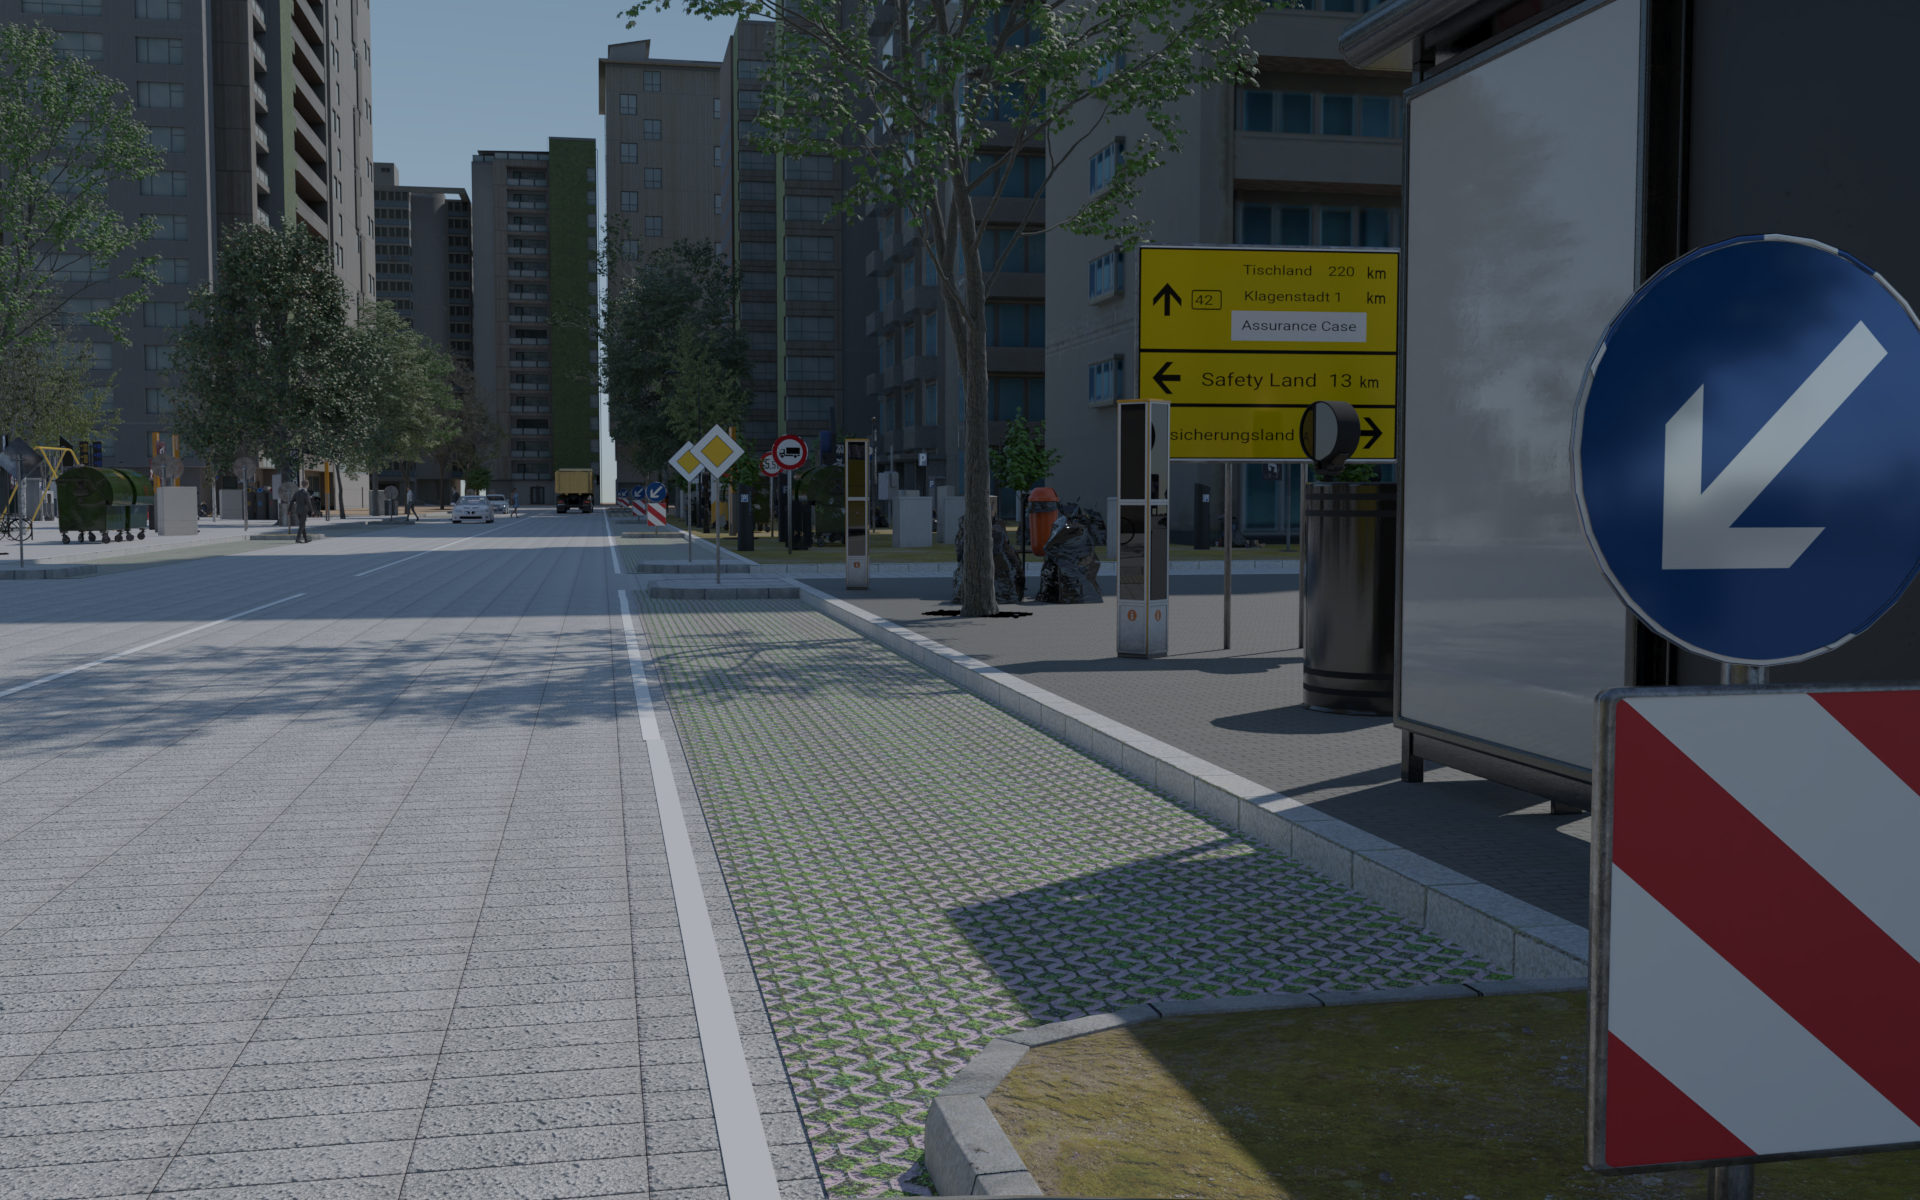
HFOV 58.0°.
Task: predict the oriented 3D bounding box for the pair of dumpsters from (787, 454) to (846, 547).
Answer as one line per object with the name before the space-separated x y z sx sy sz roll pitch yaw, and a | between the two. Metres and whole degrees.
pair of dumpsters | -3.367 -2.526 43.801 1.574 2.255 4.437 -1 4 -12

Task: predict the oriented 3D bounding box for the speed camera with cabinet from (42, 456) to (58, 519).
speed camera with cabinet | -47.277 -5.846 89.921 0.660 3.252 2.038 1 4 10

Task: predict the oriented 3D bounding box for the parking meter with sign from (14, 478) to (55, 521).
parking meter with sign | -44.107 -5.269 82.416 1.738 3.016 0.543 -1 4 -9

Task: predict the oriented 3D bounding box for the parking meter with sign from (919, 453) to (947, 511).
parking meter with sign | -0.933 -4.759 74.078 1.738 3.016 0.543 -3 5 -42

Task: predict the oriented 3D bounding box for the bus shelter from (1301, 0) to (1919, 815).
bus shelter | 3.046 -1.756 6.335 2.179 5.291 8.768 -1 4 -12

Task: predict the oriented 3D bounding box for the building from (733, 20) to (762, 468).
building | -13.166 -28.812 154.669 14.154 41.232 14.086 -1 4 -12

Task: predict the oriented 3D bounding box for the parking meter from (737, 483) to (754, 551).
parking meter | -4.827 -1.870 38.984 0.372 1.533 0.369 0 3 0

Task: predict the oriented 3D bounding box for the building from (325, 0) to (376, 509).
building | -66.268 -34.351 150.873 27.495 52.752 28.713 -1 4 -12

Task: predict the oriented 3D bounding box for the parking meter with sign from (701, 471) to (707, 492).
parking meter with sign | -15.282 -6.554 103.415 0.543 3.016 1.738 -1 4 -9

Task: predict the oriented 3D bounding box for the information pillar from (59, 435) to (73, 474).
information pillar | -35.216 -4.706 68.297 0.504 3.616 0.183 0 4 -3

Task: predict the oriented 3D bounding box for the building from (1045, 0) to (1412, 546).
building | 13.969 -26.305 53.787 21.600 48.544 21.300 -1 4 -12

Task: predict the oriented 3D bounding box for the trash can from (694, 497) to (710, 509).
trash can | -11.538 -4.027 77.489 0.748 1.137 0.748 0 3 0

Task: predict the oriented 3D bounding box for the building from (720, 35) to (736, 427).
building | -15.750 -31.701 168.425 14.600 45.320 14.200 -1 4 -12

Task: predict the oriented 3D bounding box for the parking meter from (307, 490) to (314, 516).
parking meter | -37.214 -5.556 99.244 0.372 1.533 0.369 0 3 0

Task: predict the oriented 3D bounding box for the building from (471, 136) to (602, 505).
building | -48.889 -31.624 200.642 14.086 41.232 14.154 -1 4 -12

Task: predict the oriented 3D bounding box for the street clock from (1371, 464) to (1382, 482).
street clock | 9.996 -2.281 41.860 0.358 2.002 0.471 0 4 -6

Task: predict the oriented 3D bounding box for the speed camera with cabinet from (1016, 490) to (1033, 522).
speed camera with cabinet | 3.622 -5.202 79.395 2.038 3.252 0.660 0 4 -6

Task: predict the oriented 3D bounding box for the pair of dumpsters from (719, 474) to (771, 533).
pair of dumpsters | -7.329 -3.481 59.415 1.574 2.255 4.437 -1 4 -12

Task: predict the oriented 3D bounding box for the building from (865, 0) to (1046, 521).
building | 6.957 -29.108 95.532 23.786 49.044 30.456 -1 4 -12

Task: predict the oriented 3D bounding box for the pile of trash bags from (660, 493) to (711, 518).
pile of trash bags | -15.435 -5.333 96.945 3.447 1.369 1.912 2 4 27

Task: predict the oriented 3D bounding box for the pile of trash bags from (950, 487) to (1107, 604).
pile of trash bags | 0.910 -0.734 21.747 1.912 1.369 3.447 0 4 7

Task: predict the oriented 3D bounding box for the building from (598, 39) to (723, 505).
building | -29.786 -38.055 211.444 27.495 52.752 28.713 -1 4 -12

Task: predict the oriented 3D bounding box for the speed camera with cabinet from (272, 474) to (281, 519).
speed camera with cabinet | -30.828 -5.174 78.925 0.660 3.252 2.038 -1 4 -9

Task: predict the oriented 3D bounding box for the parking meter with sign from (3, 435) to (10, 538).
parking meter with sign | -28.753 -3.321 50.559 1.738 3.016 0.543 -3 4 -36

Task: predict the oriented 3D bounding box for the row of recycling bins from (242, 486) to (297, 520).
row of recycling bins | -34.166 -4.818 85.889 3.534 1.692 1.069 2 4 25

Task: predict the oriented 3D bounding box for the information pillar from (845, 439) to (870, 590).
information pillar | -1.374 -1.147 23.242 0.304 2.012 0.304 0 4 1

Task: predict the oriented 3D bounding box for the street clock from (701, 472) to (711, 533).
street clock | -8.258 -3.169 56.378 0.358 2.002 0.471 0 4 -1

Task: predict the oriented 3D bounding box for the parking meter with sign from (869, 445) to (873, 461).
parking meter with sign | -3.719 -4.066 62.743 0.543 3.016 1.738 -2 4 -29

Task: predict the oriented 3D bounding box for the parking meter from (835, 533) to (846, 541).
parking meter | -3.256 -2.568 47.701 0.399 1.863 0.255 2 4 24

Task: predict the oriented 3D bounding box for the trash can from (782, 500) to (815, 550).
trash can | -3.694 -1.708 39.578 0.748 1.137 0.748 0 3 0

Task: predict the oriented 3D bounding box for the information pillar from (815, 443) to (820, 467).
information pillar | -6.026 -5.081 74.434 0.504 3.616 0.183 3 5 43

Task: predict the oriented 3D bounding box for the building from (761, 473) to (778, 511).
building | 0.340 -27.291 138.083 32.217 40.220 23.993 -1 4 -12

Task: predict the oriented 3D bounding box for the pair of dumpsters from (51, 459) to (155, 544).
pair of dumpsters | -22.848 -2.675 46.231 1.574 2.255 4.437 -1 4 -12

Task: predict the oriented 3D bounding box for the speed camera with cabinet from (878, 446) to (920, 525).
speed camera with cabinet | -2.518 -4.731 71.683 0.660 3.252 2.038 3 4 38

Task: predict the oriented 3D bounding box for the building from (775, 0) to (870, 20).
building | -5.570 -26.524 117.268 14.154 41.232 14.086 -1 4 -12

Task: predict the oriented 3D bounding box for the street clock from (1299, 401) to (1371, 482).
street clock | 2.877 -0.548 13.531 0.358 2.002 0.471 -2 4 -28

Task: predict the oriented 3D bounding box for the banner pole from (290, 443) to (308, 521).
banner pole | -31.969 -5.729 83.680 0.863 3.779 0.401 -3 4 -38

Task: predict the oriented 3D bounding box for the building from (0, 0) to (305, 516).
building | -49.409 -25.886 106.825 14.154 41.232 14.086 -1 4 -12

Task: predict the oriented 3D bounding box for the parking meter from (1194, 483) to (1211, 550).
parking meter | 5.597 -1.934 40.028 0.372 1.533 0.369 0 3 0

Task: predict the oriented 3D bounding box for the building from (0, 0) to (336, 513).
building | -57.654 -30.543 123.085 21.300 48.544 21.600 -1 4 -12

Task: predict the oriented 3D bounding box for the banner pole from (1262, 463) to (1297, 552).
banner pole | 7.146 -2.982 38.768 0.863 3.779 0.401 2 4 30

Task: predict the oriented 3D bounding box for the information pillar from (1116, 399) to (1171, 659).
information pillar | 1.436 -0.555 13.570 0.304 2.012 0.304 3 5 41

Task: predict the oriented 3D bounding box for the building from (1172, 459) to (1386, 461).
building | 26.966 -19.983 171.768 28.899 21.520 27.650 -1 4 -12

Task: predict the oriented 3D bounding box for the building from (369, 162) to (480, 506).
building | -69.465 -31.400 205.270 23.993 40.220 32.217 -1 4 -12

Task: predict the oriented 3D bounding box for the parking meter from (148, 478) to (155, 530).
parking meter | -28.820 -3.433 61.839 0.255 1.863 0.399 -1 4 -16

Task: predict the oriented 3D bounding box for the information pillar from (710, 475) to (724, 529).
information pillar | -8.957 -4.435 63.873 0.504 3.616 0.183 1 4 9

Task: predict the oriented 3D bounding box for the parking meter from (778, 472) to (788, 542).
parking meter | -4.649 -2.480 46.256 0.399 1.863 0.255 -1 4 -16
